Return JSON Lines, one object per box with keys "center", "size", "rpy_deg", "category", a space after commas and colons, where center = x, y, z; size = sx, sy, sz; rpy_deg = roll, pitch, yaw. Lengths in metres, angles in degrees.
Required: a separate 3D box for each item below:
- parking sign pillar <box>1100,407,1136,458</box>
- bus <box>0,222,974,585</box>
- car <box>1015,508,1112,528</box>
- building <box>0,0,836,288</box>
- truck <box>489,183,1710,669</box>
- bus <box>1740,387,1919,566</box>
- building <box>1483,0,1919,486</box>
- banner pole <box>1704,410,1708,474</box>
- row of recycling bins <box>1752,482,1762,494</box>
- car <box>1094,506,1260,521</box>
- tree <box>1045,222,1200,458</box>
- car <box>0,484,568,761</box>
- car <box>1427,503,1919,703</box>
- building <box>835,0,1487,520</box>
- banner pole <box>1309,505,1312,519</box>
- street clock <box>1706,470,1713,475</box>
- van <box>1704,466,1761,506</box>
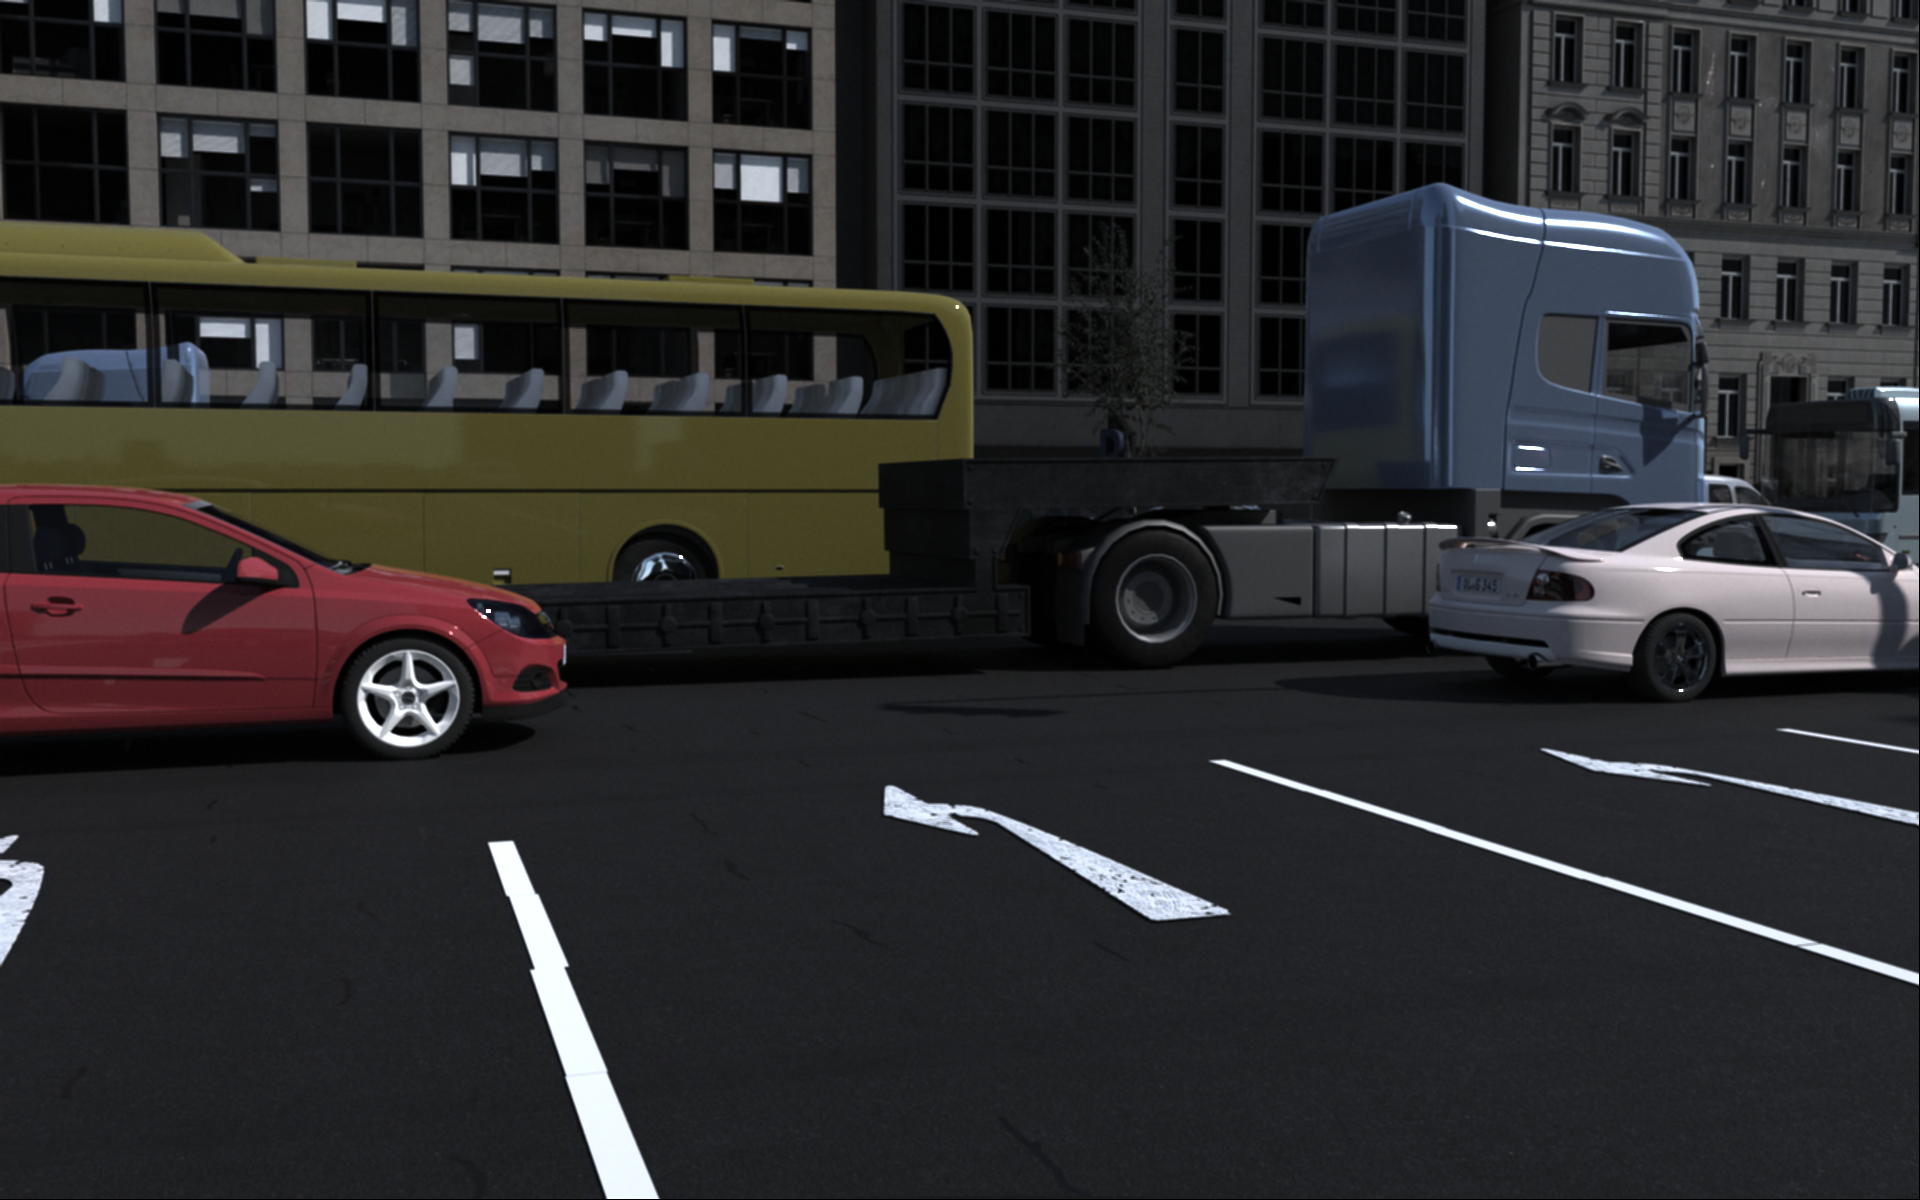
{"center": [4.678, -3.849, 51.402], "size": [1.447, 3.967, 1.447], "rpy_deg": [-2, 4, -28], "category": "parking sign pillar"}
{"center": [-5.988, -1.571, 17.227], "size": [12.252, 3.916, 2.896], "rpy_deg": [-1, 4, -21], "category": "bus"}
{"center": [2.045, -1.139, 28.401], "size": [4.222, 1.686, 2.009], "rpy_deg": [-1, 4, -20], "category": "car"}
{"center": [-22.906, -15.329, 55.146], "size": [34.151, 26.468, 19.350], "rpy_deg": [-1, 4, -19], "category": "building"}
{"center": [-1.713, -1.490, 14.127], "size": [18.799, 4.110, 2.967], "rpy_deg": [-1, 4, -18], "category": "truck"}
{"center": [19.419, -2.165, 30.251], "size": [13.247, 3.499, 2.948], "rpy_deg": [-1, 4, -19], "category": "bus"}
{"center": [28.973, -16.630, 69.164], "size": [25.104, 27.353, 12.463], "rpy_deg": [-1, 4, -19], "category": "building"}
{"center": [21.971, -3.759, 51.469], "size": [0.863, 3.779, 0.401], "rpy_deg": [-2, 4, -30], "category": "banner pole"}
{"center": [26.640, -3.269, 60.566], "size": [1.069, 1.692, 3.534], "rpy_deg": [-3, 5, -43], "category": "row of recycling bins"}
{"center": [2.561, -0.661, 22.805], "size": [4.499, 1.417, 2.014], "rpy_deg": [-1, 4, -18], "category": "car"}
{"center": [4.548, -5.871, 46.359], "size": [4.360, 8.622, 3.978], "rpy_deg": [0, 3, 0], "category": "tree"}
{"center": [-4.477, -0.036, 9.630], "size": [4.494, 1.783, 2.155], "rpy_deg": [-1, 4, -20], "category": "car"}
{"center": [5.900, -0.048, 13.143], "size": [4.827, 1.381, 2.083], "rpy_deg": [-1, 4, -19], "category": "car"}
{"center": [5.401, -16.433, 62.193], "size": [24.014, 27.812, 14.314], "rpy_deg": [-1, 4, -19], "category": "building"}
{"center": [10.292, -3.662, 49.888], "size": [0.401, 3.779, 0.863], "rpy_deg": [-3, 4, -39], "category": "banner pole"}
{"center": [22.894, -2.975, 53.210], "size": [0.471, 2.002, 0.358], "rpy_deg": [-2, 4, -32], "category": "street clock"}
{"center": [15.060, -1.685, 34.554], "size": [4.112, 2.044, 2.013], "rpy_deg": [-1, 4, -20], "category": "van"}
